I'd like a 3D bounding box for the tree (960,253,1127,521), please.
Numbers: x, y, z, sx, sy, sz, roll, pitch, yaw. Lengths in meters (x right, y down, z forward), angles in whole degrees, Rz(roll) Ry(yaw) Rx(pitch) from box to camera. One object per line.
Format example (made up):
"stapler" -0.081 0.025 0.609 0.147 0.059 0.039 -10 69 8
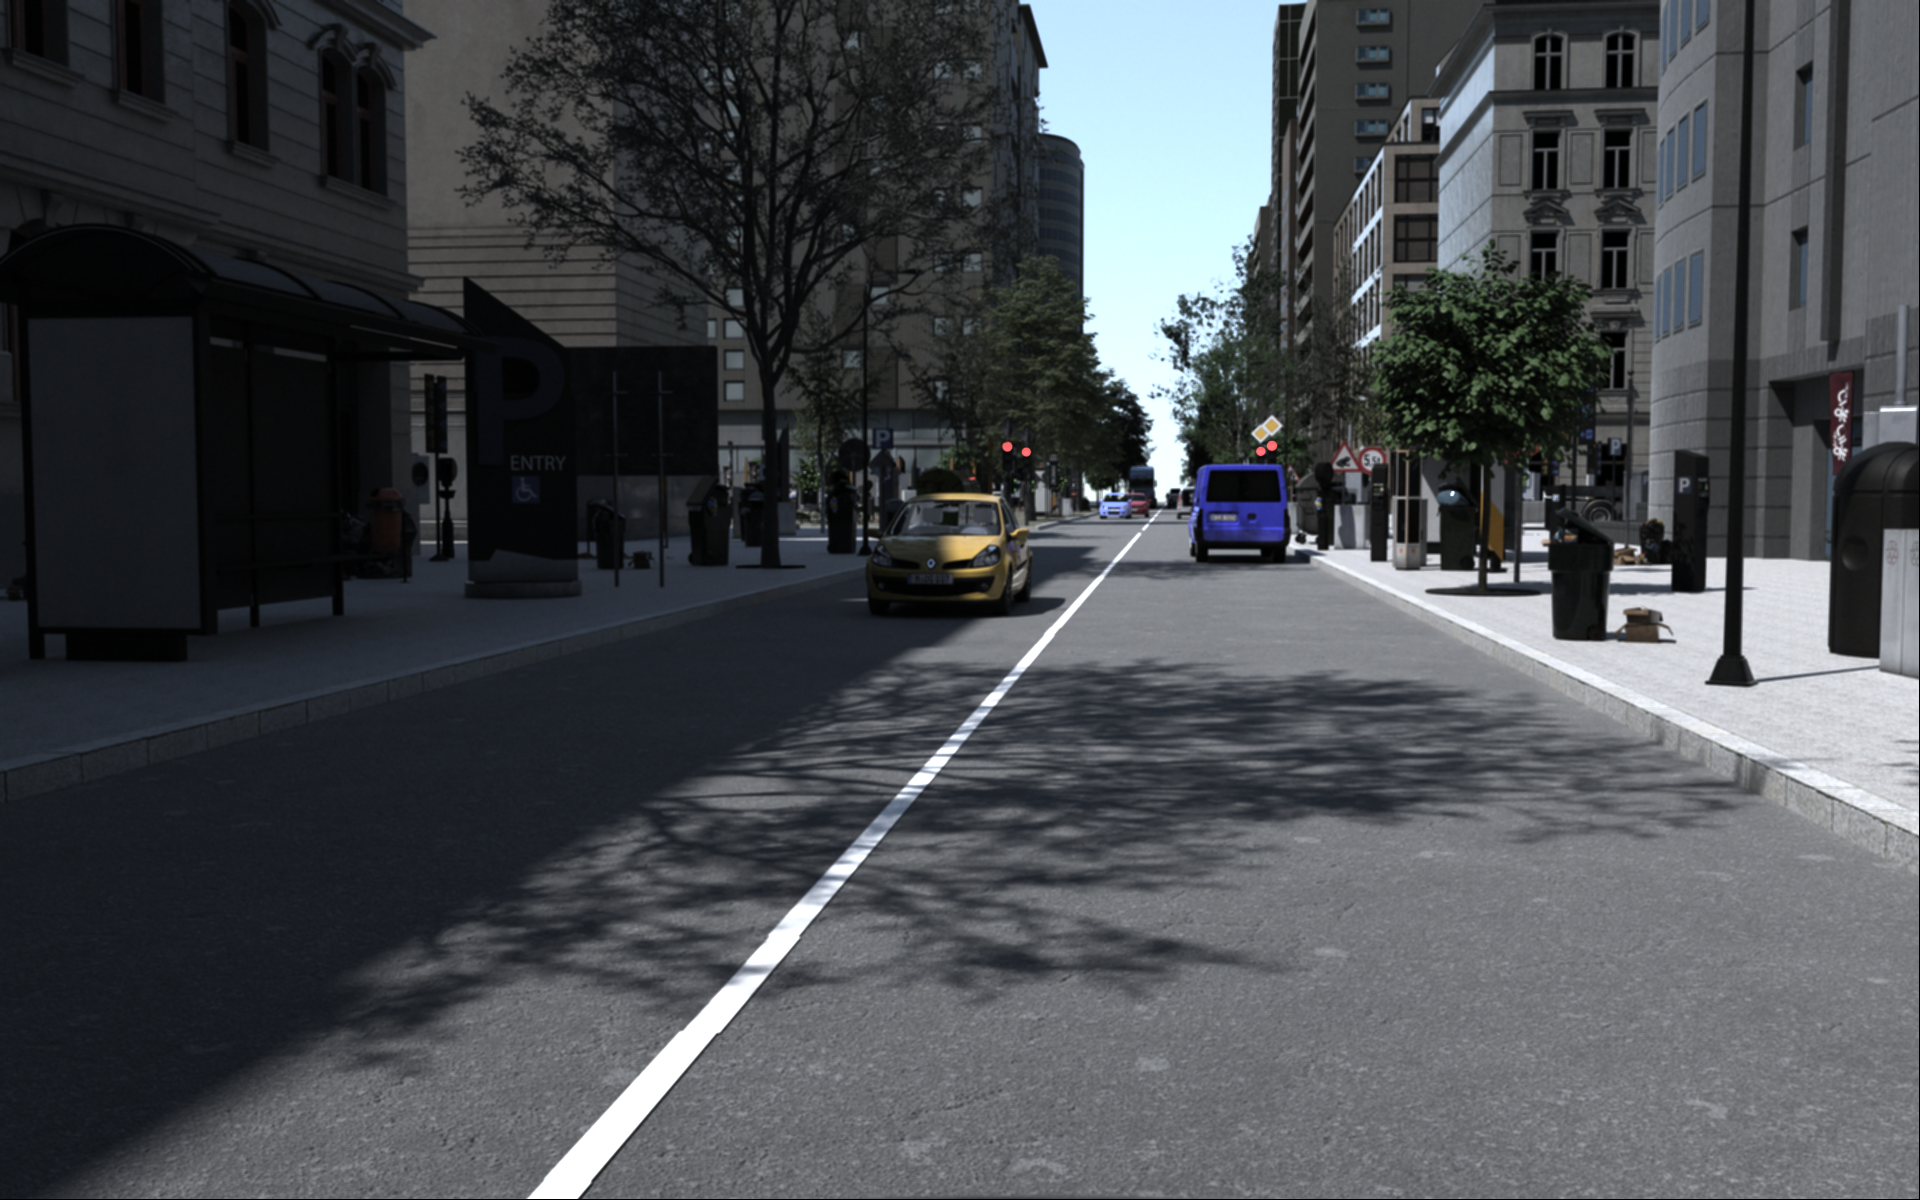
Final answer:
"tree" 3.622 -10.004 81.695 7.486 12.596 7.792 0 3 0

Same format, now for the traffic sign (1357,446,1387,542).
"traffic sign" 10.934 -2.807 46.004 0.768 2.556 0.104 1 4 9

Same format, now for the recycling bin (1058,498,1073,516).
"recycling bin" 6.055 -5.317 99.491 0.722 1.027 0.722 1 4 13

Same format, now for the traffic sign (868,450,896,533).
"traffic sign" -2.051 -2.699 45.319 0.795 2.450 0.064 1 4 10

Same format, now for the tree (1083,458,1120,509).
"tree" 12.372 -10.311 152.294 4.285 4.588 4.351 0 3 0

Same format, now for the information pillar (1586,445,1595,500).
"information pillar" 26.544 -4.990 72.939 0.504 3.616 0.183 -3 4 -38

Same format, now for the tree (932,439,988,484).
"tree" 0.068 -7.153 100.672 4.285 4.588 4.351 0 3 0

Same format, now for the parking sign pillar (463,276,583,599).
"parking sign pillar" -5.500 -2.034 21.720 1.447 3.967 1.447 -2 4 -25

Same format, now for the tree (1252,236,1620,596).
"tree" 6.718 -2.353 22.183 4.285 4.588 4.351 0 3 0

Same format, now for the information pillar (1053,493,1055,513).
"information pillar" 6.243 -7.696 117.185 0.504 3.616 0.183 0 4 -4

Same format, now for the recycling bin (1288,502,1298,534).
"recycling bin" 10.420 -2.621 55.399 0.722 1.027 0.722 0 4 2

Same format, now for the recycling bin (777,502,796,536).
"recycling bin" -5.594 -2.531 53.930 0.722 1.027 0.722 -3 5 -44

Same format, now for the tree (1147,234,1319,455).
"tree" 20.359 -16.702 128.974 12.611 20.169 13.585 0 3 0

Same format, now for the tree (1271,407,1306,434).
"tree" 25.911 -11.523 138.755 4.737 8.622 4.395 0 3 0

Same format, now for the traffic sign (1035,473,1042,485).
"traffic sign" 3.886 -5.467 90.572 0.795 2.450 0.064 1 4 13

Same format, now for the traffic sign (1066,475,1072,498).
"traffic sign" 7.505 -7.212 117.925 0.884 2.594 0.081 1 4 13

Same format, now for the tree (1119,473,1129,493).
"tree" 29.757 -21.243 297.686 4.737 8.622 4.395 0 3 0

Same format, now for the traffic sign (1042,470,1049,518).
"traffic sign" 4.716 -5.633 92.201 0.768 2.556 0.104 1 4 16

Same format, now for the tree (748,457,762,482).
"tree" -14.947 -9.215 134.374 4.285 4.588 4.351 0 3 0

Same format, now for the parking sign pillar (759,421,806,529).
"parking sign pillar" -6.567 -4.570 63.189 1.447 3.967 1.447 0 4 7

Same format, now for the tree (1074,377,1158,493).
"tree" 16.588 -17.210 188.040 9.857 13.997 8.962 0 3 0

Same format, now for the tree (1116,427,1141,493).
"tree" 20.387 -17.593 222.062 7.601 10.594 8.767 0 4 -3

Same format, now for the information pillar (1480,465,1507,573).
"information pillar" 8.667 -2.248 28.103 0.504 3.616 0.183 -2 4 -34

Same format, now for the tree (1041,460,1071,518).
"tree" 5.316 -6.109 94.484 1.663 3.219 1.824 0 3 0

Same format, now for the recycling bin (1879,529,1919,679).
"recycling bin" 7.008 0.022 12.188 0.722 1.027 0.722 0 4 2

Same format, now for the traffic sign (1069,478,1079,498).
"traffic sign" 7.280 -6.629 110.510 0.606 2.300 0.079 1 4 12

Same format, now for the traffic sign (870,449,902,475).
"traffic sign" -2.046 -2.921 47.760 0.884 2.594 0.081 0 4 7

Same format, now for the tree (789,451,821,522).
"tree" -6.774 -5.154 78.871 1.663 3.219 1.824 0 3 0

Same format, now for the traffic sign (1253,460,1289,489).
"traffic sign" 14.957 -5.371 81.687 2.265 3.308 0.079 1 4 14

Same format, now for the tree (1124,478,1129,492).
"tree" 24.616 -18.807 257.857 4.360 8.622 3.978 0 3 0

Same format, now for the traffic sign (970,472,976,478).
"traffic sign" 0.301 -4.436 73.712 0.795 2.450 0.064 1 4 13

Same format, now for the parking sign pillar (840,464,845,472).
"parking sign pillar" -9.084 -8.852 133.196 1.447 3.967 1.447 0 4 -4

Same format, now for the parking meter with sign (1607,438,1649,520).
"parking meter with sign" 20.722 -3.474 53.057 0.543 3.016 1.738 -2 4 -32

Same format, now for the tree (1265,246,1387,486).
"tree" 11.099 -6.242 52.421 4.360 8.622 3.978 0 3 0

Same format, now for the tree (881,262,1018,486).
"tree" 0.086 -6.363 54.391 4.360 8.622 3.978 0 3 0

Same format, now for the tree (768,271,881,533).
"tree" -4.242 -6.484 56.378 4.360 8.622 3.978 0 3 0

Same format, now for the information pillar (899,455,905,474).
"information pillar" -3.498 -6.916 104.437 0.183 3.616 0.504 3 5 39

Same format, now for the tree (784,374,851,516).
"tree" -8.310 -9.316 102.676 4.737 8.622 4.395 0 3 0

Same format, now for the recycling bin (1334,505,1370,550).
"recycling bin" 9.138 -1.701 40.359 0.722 1.027 0.722 1 4 21

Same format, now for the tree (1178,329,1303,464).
"tree" 17.417 -11.128 107.706 9.928 11.665 9.643 0 3 0

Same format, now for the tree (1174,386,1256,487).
"tree" 26.923 -16.010 178.765 9.611 12.733 9.660 0 3 0

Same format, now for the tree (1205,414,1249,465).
"tree" 23.615 -12.491 154.597 4.737 8.622 4.395 0 3 0

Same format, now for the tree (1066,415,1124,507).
"tree" 10.138 -11.609 140.176 4.360 8.622 3.978 0 3 0

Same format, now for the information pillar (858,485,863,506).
"information pillar" -8.033 -8.283 139.914 0.304 2.012 0.304 2 4 29

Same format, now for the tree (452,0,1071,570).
"tree" -3.239 -7.284 29.467 12.009 13.543 11.850 0 3 0

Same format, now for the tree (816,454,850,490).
"tree" -10.270 -9.690 142.138 4.285 4.588 4.351 0 3 0

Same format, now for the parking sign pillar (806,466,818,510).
"parking sign pillar" -11.581 -8.839 132.983 1.447 3.967 1.447 -3 4 -37

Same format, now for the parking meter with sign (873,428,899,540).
"parking meter with sign" -1.889 -3.085 46.708 0.543 3.016 1.738 1 4 10

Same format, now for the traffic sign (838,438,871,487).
"traffic sign" -2.408 -2.403 39.403 0.768 2.556 0.104 1 4 12

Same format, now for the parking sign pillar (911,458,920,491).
"parking sign pillar" -3.300 -8.589 128.898 1.447 3.967 1.447 -1 4 -12

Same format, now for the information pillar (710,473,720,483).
"information pillar" -8.623 -3.447 60.843 0.304 2.012 0.304 1 4 13

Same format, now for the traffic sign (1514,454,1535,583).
"traffic sign" 8.051 -1.521 24.969 0.768 2.556 0.104 1 4 14

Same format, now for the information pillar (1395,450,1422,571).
"information pillar" 7.548 -1.507 29.134 0.304 2.012 0.304 -1 4 -22

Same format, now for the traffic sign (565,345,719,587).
"traffic sign" -4.444 -1.837 23.902 2.265 3.308 0.079 0 4 7

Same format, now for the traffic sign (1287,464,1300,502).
"traffic sign" 13.778 -4.422 72.309 0.884 2.594 0.081 1 4 9

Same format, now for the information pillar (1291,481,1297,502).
"information pillar" 15.632 -4.673 80.901 0.304 2.012 0.304 0 4 8

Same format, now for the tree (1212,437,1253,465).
"tree" 14.425 -5.753 77.768 4.285 4.588 4.351 0 3 0

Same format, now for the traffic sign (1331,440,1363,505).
"traffic sign" 9.270 -2.558 41.834 0.884 2.594 0.081 1 4 13

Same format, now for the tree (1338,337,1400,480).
"tree" 19.712 -8.065 82.225 4.737 8.622 4.395 0 3 0
